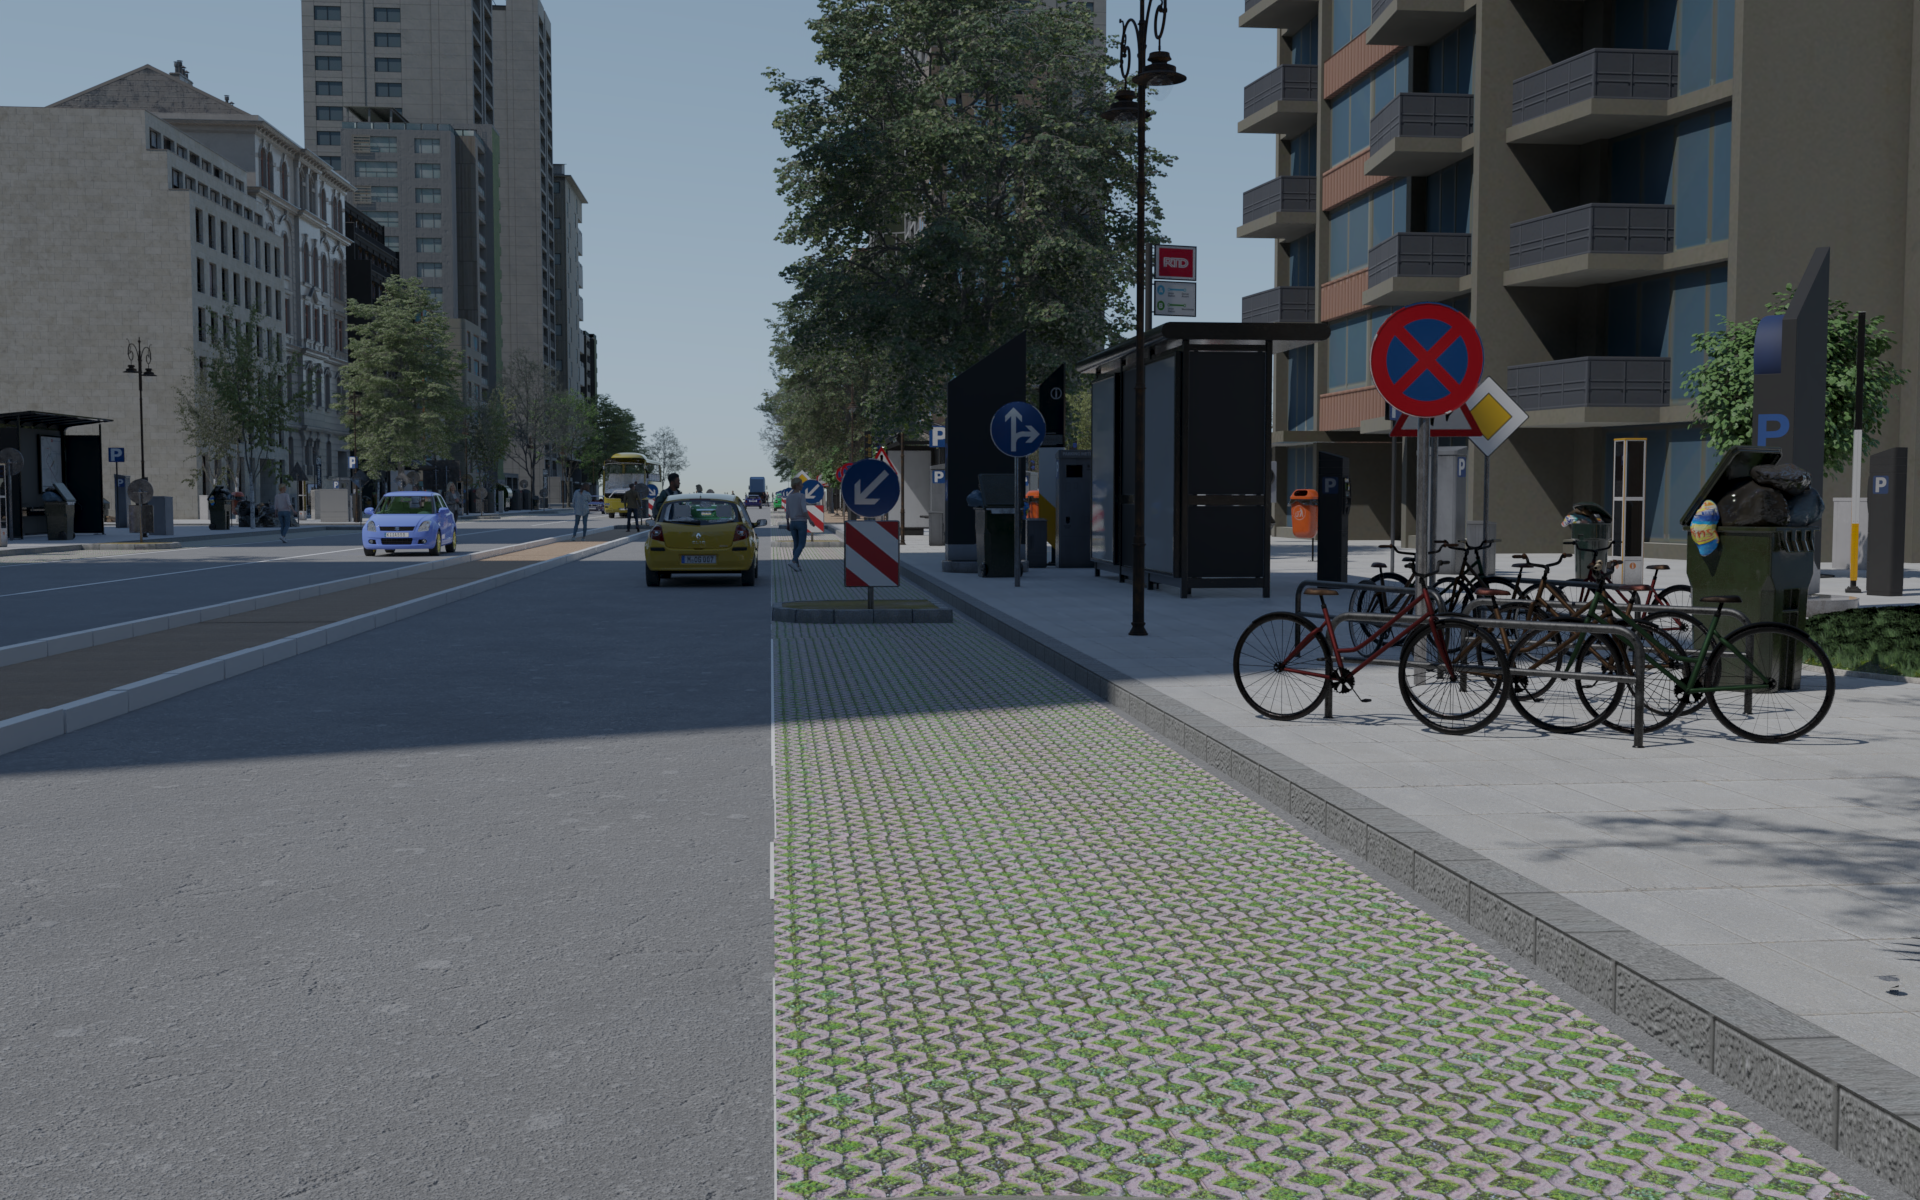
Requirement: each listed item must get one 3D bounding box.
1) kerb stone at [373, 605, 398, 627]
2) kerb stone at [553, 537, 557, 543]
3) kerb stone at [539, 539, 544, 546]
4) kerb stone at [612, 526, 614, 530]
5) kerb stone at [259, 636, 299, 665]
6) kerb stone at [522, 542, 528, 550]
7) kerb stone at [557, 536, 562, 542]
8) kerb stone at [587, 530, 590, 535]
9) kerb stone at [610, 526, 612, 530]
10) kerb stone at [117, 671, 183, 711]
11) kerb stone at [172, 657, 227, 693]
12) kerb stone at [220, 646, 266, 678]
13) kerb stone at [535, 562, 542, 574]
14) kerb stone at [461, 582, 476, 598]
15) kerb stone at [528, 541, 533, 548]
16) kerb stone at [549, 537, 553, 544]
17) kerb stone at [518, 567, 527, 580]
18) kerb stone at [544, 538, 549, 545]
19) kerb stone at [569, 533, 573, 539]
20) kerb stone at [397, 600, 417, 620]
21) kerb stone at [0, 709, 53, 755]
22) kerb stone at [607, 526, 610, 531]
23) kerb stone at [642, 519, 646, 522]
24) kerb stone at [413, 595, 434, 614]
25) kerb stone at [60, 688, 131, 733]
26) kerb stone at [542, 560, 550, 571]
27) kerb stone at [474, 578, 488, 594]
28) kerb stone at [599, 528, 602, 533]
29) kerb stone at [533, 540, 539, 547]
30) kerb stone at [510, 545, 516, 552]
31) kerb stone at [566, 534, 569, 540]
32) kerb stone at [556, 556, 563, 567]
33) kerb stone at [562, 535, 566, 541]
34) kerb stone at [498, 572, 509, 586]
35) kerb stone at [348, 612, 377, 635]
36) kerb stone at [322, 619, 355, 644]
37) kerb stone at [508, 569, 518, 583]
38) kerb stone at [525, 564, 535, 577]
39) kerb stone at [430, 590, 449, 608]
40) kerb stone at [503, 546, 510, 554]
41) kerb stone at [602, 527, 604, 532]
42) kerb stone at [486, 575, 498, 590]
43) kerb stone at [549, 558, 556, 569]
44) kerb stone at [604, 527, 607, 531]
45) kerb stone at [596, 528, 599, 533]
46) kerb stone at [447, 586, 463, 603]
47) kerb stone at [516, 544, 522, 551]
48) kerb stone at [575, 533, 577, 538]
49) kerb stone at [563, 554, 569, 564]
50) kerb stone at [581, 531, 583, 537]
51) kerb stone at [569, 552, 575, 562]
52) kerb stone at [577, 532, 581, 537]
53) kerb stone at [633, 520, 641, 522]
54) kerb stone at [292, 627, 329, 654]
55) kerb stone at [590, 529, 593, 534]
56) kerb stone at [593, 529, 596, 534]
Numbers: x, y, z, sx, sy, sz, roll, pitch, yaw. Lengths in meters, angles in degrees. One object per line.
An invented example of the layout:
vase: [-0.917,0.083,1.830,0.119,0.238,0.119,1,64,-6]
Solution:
kerb stone: [-6.367,0.196,19.023,0.120,0.150,1.000,0,4,-6]
kerb stone: [-11.917,-1.724,50.381,0.120,0.150,1.000,0,4,-6]
kerb stone: [-11.572,-1.538,47.334,0.120,0.150,1.000,0,4,-6]
kerb stone: [-13.916,-2.845,68.747,0.120,0.150,1.000,0,4,-6]
kerb stone: [-5.924,0.449,14.938,0.120,0.150,1.000,0,4,-6]
kerb stone: [-11.241,-1.343,44.254,0.120,0.150,1.000,0,4,-6]
kerb stone: [-12.019,-1.786,51.398,0.120,0.150,1.000,0,4,-6]
kerb stone: [-12.918,-2.285,59.561,0.120,0.150,1.000,0,4,-6]
kerb stone: [-13.808,-2.785,67.724,0.120,0.150,1.000,0,4,-6]
kerb stone: [-5.583,0.634,11.887,0.120,0.150,1.000,0,4,-6]
kerb stone: [-5.703,0.569,12.902,0.120,0.150,1.000,0,4,-6]
kerb stone: [-5.811,0.506,13.921,0.120,0.150,1.000,0,4,-6]
kerb stone: [-7.708,-0.554,31.250,0.120,0.150,1.000,0,4,-6]
kerb stone: [-6.920,-0.117,24.105,0.120,0.150,1.000,0,4,-6]
kerb stone: [-11.349,-1.412,45.285,0.120,0.150,1.000,0,4,-6]
kerb stone: [-11.800,-1.662,49.365,0.120,0.150,1.000,0,4,-6]
kerb stone: [-7.482,-0.428,29.211,0.120,0.150,1.000,0,4,-6]
kerb stone: [-11.683,-1.599,48.350,0.120,0.150,1.000,0,4,-6]
kerb stone: [-12.346,-1.970,54.448,0.120,0.150,1.000,0,4,-6]
kerb stone: [-6.474,0.132,20.040,0.120,0.150,1.000,0,4,-6]
kerb stone: [-5.363,0.755,9.849,0.120,0.150,1.000,0,4,-6]
kerb stone: [-13.699,-2.719,66.704,0.120,0.150,1.000,0,4,-6]
kerb stone: [-15.860,-3.936,86.551,0.120,0.150,1.000,0,4,-6]
kerb stone: [-6.590,0.070,21.056,0.120,0.150,1.000,0,4,-6]
kerb stone: [-5.467,0.701,10.867,0.120,0.150,1.000,0,4,-6]
kerb stone: [-7.813,-0.614,32.267,0.120,0.150,1.000,0,4,-6]
kerb stone: [-7.031,-0.179,25.121,0.120,0.150,1.000,0,4,-6]
kerb stone: [-13.354,-2.536,63.656,0.120,0.150,1.000,0,4,-6]
kerb stone: [-11.459,-1.475,46.318,0.120,0.150,1.000,0,4,-6]
kerb stone: [-11.022,-1.225,42.218,0.120,0.150,1.000,0,4,-6]
kerb stone: [-12.246,-1.910,53.431,0.120,0.150,1.000,0,4,-6]
kerb stone: [-8.040,-0.740,34.299,0.120,0.150,1.000,0,4,-6]
kerb stone: [-12.135,-1.848,52.414,0.120,0.150,1.000,0,4,-6]
kerb stone: [-7.258,-0.304,27.168,0.120,0.150,1.000,0,4,-6]
kerb stone: [-6.259,0.257,18.002,0.120,0.150,1.000,0,4,-6]
kerb stone: [-6.144,0.319,16.986,0.120,0.150,1.000,0,4,-6]
kerb stone: [-7.369,-0.367,28.191,0.120,0.150,1.000,0,4,-6]
kerb stone: [-7.589,-0.491,30.229,0.120,0.150,1.000,0,4,-6]
kerb stone: [-6.704,0.008,22.072,0.120,0.150,1.000,0,4,-6]
kerb stone: [-10.908,-1.159,41.202,0.120,0.150,1.000,0,4,-6]
kerb stone: [-13.480,-2.598,64.670,0.120,0.150,1.000,0,4,-6]
kerb stone: [-7.152,-0.242,26.152,0.120,0.150,1.000,0,4,-6]
kerb stone: [-7.928,-0.675,33.283,0.120,0.150,1.000,0,4,-6]
kerb stone: [-13.588,-2.660,65.688,0.120,0.150,1.000,0,4,-6]
kerb stone: [-13.248,-2.473,62.631,0.120,0.150,1.000,0,4,-6]
kerb stone: [-6.812,-0.055,23.089,0.120,0.150,1.000,0,4,-6]
kerb stone: [-11.124,-1.286,43.238,0.120,0.150,1.000,0,4,-6]
kerb stone: [-12.469,-2.031,55.483,0.120,0.150,1.000,0,4,-6]
kerb stone: [-8.150,-0.803,35.317,0.120,0.150,1.000,0,4,-6]
kerb stone: [-12.690,-2.160,57.519,0.120,0.150,1.000,0,4,-6]
kerb stone: [-8.253,-0.863,36.339,0.120,0.150,1.000,0,4,-6]
kerb stone: [-12.579,-2.098,56.500,0.120,0.150,1.000,0,4,-6]
kerb stone: [-15.531,-3.748,83.499,0.120,0.150,1.000,0,4,-6]
kerb stone: [-6.035,0.383,15.966,0.120,0.150,1.000,0,4,-6]
kerb stone: [-13.028,-2.348,60.586,0.120,0.150,1.000,0,4,-6]
kerb stone: [-13.144,-2.411,61.613,0.120,0.150,1.000,0,4,-6]
